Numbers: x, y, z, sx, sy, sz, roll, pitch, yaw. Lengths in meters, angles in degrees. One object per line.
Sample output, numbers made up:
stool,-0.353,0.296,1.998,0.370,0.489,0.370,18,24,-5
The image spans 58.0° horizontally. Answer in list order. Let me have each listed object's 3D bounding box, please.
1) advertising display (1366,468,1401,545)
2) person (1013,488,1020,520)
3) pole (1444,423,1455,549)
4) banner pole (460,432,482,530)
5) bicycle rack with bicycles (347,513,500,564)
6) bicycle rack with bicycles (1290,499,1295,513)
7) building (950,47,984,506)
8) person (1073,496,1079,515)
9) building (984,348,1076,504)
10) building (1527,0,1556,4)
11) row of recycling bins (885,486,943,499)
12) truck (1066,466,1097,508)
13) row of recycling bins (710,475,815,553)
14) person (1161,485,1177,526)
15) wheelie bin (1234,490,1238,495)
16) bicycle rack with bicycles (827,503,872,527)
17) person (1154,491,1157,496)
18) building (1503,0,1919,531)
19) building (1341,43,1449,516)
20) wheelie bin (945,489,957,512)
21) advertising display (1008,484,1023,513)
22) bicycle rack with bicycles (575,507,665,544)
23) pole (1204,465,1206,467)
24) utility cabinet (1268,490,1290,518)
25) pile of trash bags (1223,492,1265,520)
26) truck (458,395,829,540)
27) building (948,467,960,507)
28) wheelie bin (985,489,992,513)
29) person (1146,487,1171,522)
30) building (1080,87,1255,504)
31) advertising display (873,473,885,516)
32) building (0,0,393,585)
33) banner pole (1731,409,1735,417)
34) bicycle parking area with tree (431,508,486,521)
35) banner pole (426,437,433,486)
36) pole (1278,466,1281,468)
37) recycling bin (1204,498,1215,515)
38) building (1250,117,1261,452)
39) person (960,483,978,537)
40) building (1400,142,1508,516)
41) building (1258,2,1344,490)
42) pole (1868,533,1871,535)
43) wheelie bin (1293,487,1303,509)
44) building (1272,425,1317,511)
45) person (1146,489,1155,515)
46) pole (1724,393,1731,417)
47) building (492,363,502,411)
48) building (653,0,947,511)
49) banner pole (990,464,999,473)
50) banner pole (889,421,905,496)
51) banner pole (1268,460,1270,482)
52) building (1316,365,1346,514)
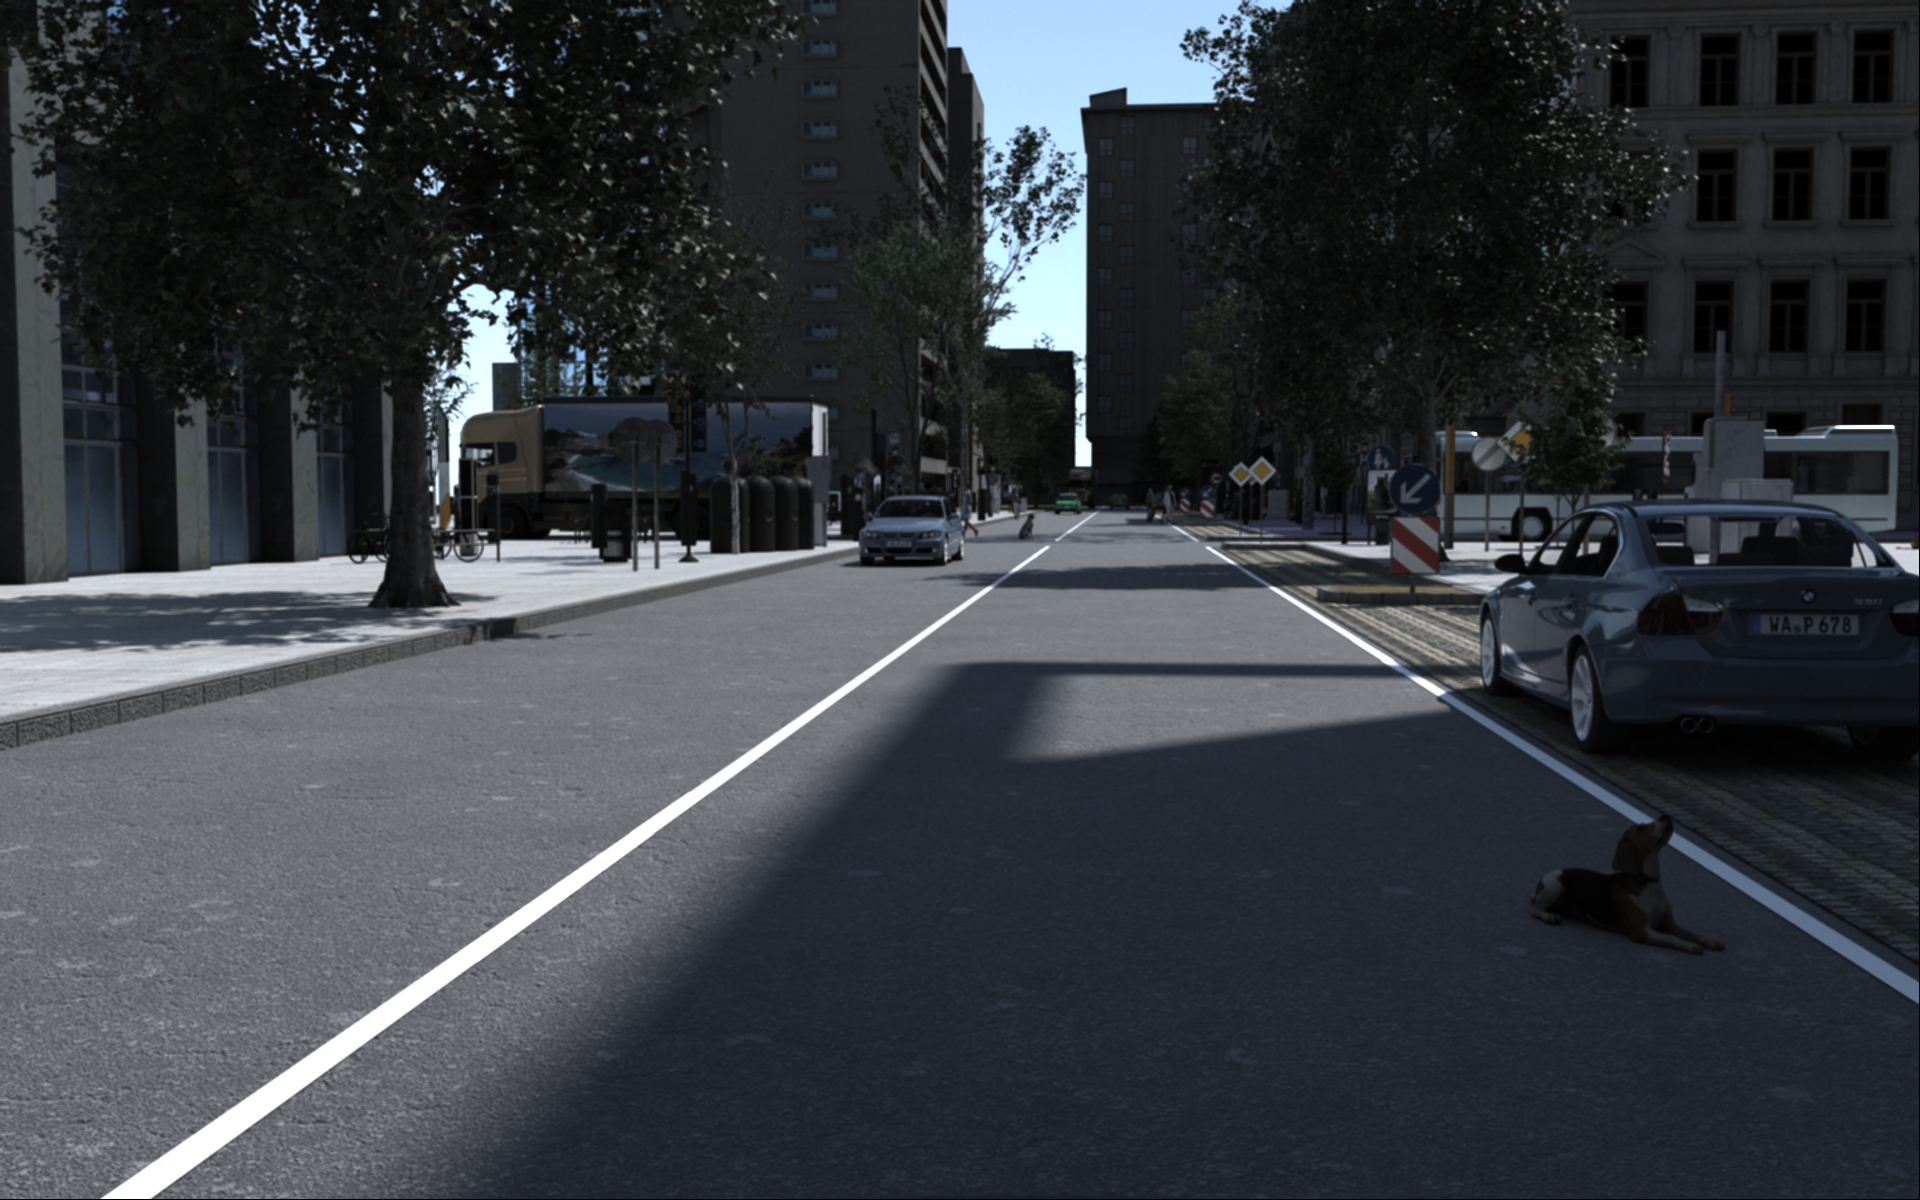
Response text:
advertising display,10.658,-2.349,43.626,0.123,1.923,0.974,-3,5,-40
person,3.187,-5.394,97.241,0.362,1.759,0.519,1,4,22
pole,11.374,-2.837,40.225,0.158,3.312,0.155,0,3,0
banner pole,-17.292,-4.366,61.394,0.863,3.779,0.401,-1,4,-12
bicycle rack with bicycles,-10.178,-1.174,32.583,2.852,0.926,2.925,3,5,39
bicycle rack with bicycles,22.943,-6.469,119.142,2.925,0.926,2.852,3,5,45
building,-8.736,-34.438,186.766,21.600,48.544,21.300,0,4,5
person,7.949,-6.449,118.187,0.590,1.304,0.306,-3,5,-39
building,0.912,-23.892,235.666,28.899,21.520,27.650,0,4,5
building,82.039,-47.947,222.180,20.611,71.187,20.563,0,4,5
row of recycling bins,-2.560,-5.242,92.816,3.534,1.692,1.069,-2,4,-23
truck,12.575,-11.529,177.410,2.839,4.237,11.283,0,4,7
row of recycling bins,-4.360,-1.945,38.920,1.069,1.692,3.534,2,4,27
person,9.436,-4.274,78.251,0.818,1.842,0.514,3,5,43
wheelie bin,20.115,-7.161,124.985,0.693,1.594,0.980,-2,4,-27
bicycle rack with bicycles,-3.827,-3.352,68.193,2.925,0.926,2.852,1,4,19
person,19.313,-9.853,170.311,0.721,1.735,1.217,1,4,21
building,31.564,-13.948,64.201,21.152,22.565,11.583,0,4,5
building,29.870,-19.226,100.256,13.634,28.700,20.117,0,4,5
wheelie bin,-0.633,-6.724,117.853,0.693,1.594,0.980,-3,5,-39
advertising display,4.243,-7.598,129.433,0.974,1.923,0.123,-2,4,-28
bicycle rack with bicycles,-9.105,-1.993,45.962,2.852,0.926,2.925,0,4,-8
pole,17.405,-7.904,123.078,0.158,3.312,0.155,0,3,0
utility cabinet,16.581,-4.981,90.111,1.173,1.500,0.318,3,5,44
pile of trash bags,14.221,-4.745,87.329,1.912,1.369,3.447,0,4,2
truck,-9.584,-3.777,50.670,11.283,4.237,2.839,0,4,7
building,-10.596,-44.212,161.118,20.563,71.187,20.611,0,4,5
wheelie bin,1.701,-6.548,114.965,0.980,1.594,0.693,2,4,35
person,10.119,-4.836,87.788,1.509,1.804,0.699,-1,4,-19
building,30.196,-39.345,232.526,27.495,52.752,28.713,0,4,5
advertising display,-2.518,-2.968,53.742,0.123,1.923,0.974,-1,4,-17
building,-28.466,-43.574,25.110,31.000,86.520,22.319,0,4,5
banner pole,22.537,-3.738,51.133,0.863,3.779,0.401,0,4,1
bicycle parking area with tree,-23.261,-6.529,93.747,8.231,4.147,9.016,0,4,-3
banner pole,-20.629,-4.704,66.934,0.401,3.779,0.863,1,4,22
pole,23.275,-8.109,126.420,0.158,3.312,0.155,0,3,0
recycling bin,15.689,-5.874,108.599,0.722,1.027,0.722,0,4,2
building,38.898,-32.816,186.651,14.600,45.320,14.200,0,4,5
person,0.300,-3.018,57.941,0.778,1.811,0.616,2,4,31
building,26.651,-13.200,80.446,10.561,19.102,19.286,0,4,5
building,40.675,-33.295,168.077,21.300,48.544,21.600,0,4,5
pole,27.933,-3.634,53.257,0.158,3.312,0.155,0,3,0
wheelie bin,16.395,-4.594,83.026,0.693,1.594,0.980,-1,4,-18
building,41.224,-18.257,143.538,27.650,21.520,28.899,0,4,5
person,12.929,-6.623,116.966,0.709,1.800,0.728,3,4,36
pole,15.465,-2.522,35.085,0.158,3.312,0.155,0,3,0
building,-34.932,-53.555,188.302,31.000,86.520,22.319,0,4,5
building,-12.676,-31.630,140.846,21.300,48.544,21.600,0,4,5
banner pole,2.612,-8.446,128.114,0.863,3.779,0.401,1,4,21
banner pole,-2.127,-4.249,59.484,0.863,3.779,0.401,-3,5,-40
banner pole,22.511,-8.320,126.050,0.401,3.779,0.863,1,4,15
building,31.629,-17.666,118.509,12.332,23.373,15.834,0,4,5
